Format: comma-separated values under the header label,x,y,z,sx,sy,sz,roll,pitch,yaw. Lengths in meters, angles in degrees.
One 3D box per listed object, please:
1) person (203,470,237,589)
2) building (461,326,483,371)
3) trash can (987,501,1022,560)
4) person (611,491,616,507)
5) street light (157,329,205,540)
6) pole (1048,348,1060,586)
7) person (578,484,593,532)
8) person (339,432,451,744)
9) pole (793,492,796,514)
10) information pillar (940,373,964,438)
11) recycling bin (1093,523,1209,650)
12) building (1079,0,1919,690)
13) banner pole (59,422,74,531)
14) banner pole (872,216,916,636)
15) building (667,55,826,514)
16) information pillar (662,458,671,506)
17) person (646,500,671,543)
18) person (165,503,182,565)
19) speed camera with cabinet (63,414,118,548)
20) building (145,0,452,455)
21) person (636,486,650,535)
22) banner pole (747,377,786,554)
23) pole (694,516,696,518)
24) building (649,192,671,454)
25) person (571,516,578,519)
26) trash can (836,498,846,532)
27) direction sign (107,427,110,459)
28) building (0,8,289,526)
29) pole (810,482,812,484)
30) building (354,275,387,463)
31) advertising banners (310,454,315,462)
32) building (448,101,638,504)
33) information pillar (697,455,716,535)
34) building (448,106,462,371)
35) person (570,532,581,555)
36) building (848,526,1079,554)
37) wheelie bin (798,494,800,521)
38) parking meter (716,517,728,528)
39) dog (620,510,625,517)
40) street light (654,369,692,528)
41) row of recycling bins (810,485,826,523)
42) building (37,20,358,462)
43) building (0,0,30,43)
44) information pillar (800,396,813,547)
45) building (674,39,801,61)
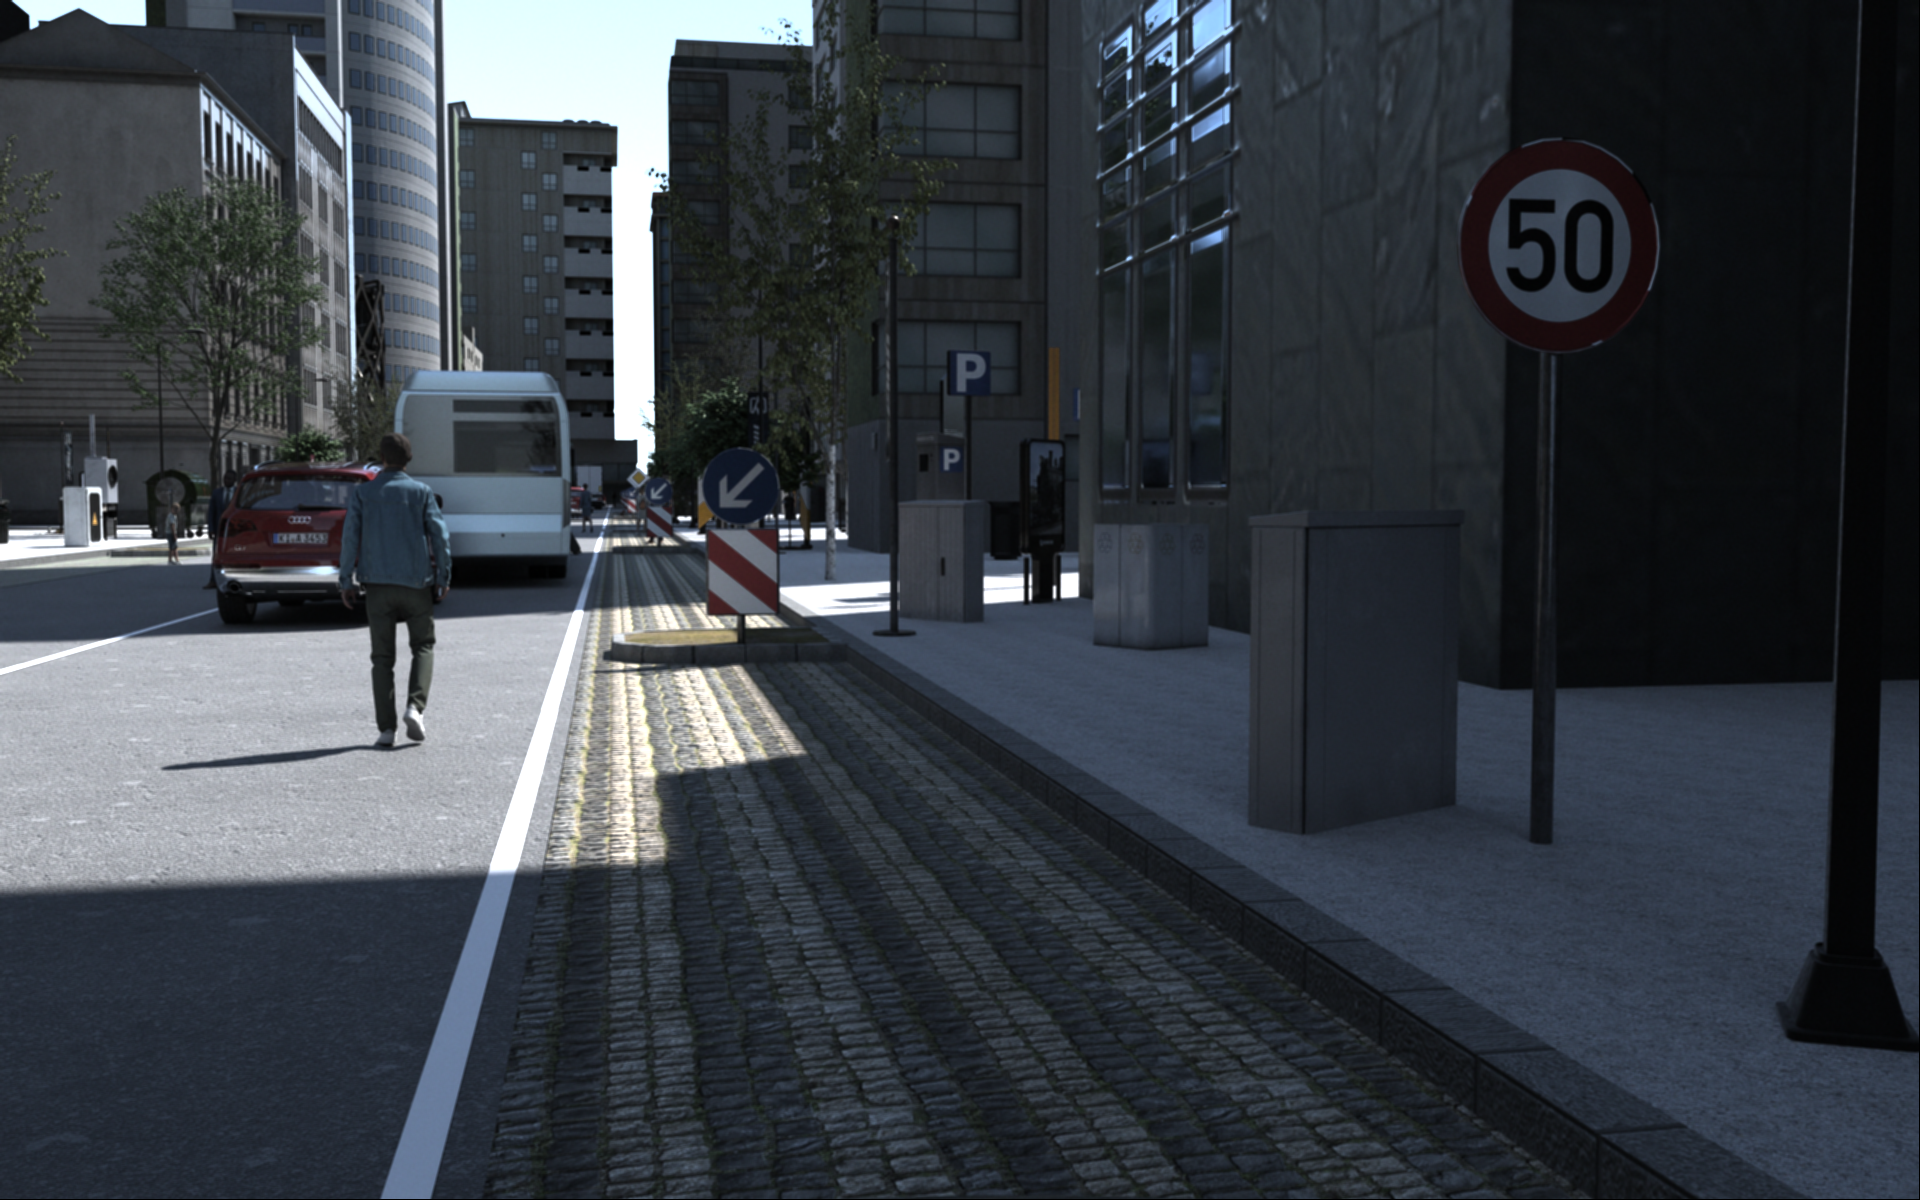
label,x,y,z,sx,sy,sz,roll,pitch,yaw
person,-11.167,-1.082,26.378,0.721,1.800,0.419,-2,4,-23
building,-70.405,-21.583,197.926,28.899,21.520,27.650,-1,4,-11
trash can,0.898,-1.359,33.868,0.748,1.137,0.748,0,3,0
person,-38.418,-11.175,192.029,0.721,1.723,1.217,1,4,12
street light,-21.949,-4.666,48.836,1.470,5.913,1.316,-1,4,-11
pole,1.311,-1.860,24.249,0.158,3.312,0.155,0,3,0
person,-13.963,-3.436,64.695,0.581,1.822,0.654,-2,4,-34
person,-3.217,-0.064,9.888,0.601,1.785,0.444,-1,4,-14
pole,-10.502,-7.088,109.735,0.158,3.312,0.155,0,3,0
information pillar,-0.124,-2.341,29.632,0.504,3.616,0.183,-3,5,-41
recycling bin,1.616,-0.128,14.653,0.722,1.027,0.722,-3,4,-38
building,15.457,-42.405,5.989,22.319,86.520,31.000,-1,4,-11
banner pole,-31.022,-4.289,60.149,0.863,3.779,0.401,2,4,33
banner pole,-0.636,-1.584,15.919,0.401,3.779,0.863,-1,4,-9
building,-12.938,-21.250,119.146,14.160,30.474,14.107,-1,4,-11
information pillar,-16.511,-6.489,97.448,0.504,3.616,0.183,1,4,10
person,-8.718,-2.529,50.039,0.721,1.800,0.419,0,4,6
person,-15.996,-1.348,35.224,0.352,1.250,0.332,1,4,11
speed camera with cabinet,-21.303,-2.943,42.449,0.660,3.252,2.038,0,4,-6
building,-57.425,-37.399,153.468,21.231,58.520,28.212,-1,4,-11
person,-10.935,-3.071,59.716,0.512,1.701,0.522,-1,4,-11
banner pole,-4.175,-2.889,37.257,0.863,3.779,0.401,0,4,8
pole,-13.281,-5.701,87.051,0.158,3.312,0.155,0,3,0
building,-30.511,-36.060,244.209,28.867,44.769,22.147,-1,4,-11
person,-22.168,-5.574,99.842,0.606,1.804,0.583,-3,5,-40
trash can,-3.785,-2.857,58.359,0.748,1.137,0.748,0,3,0
direction sign,-28.886,-4.087,58.818,0.379,3.537,0.876,-2,4,-23
building,-37.435,-14.078,79.327,9.793,20.994,18.267,-1,4,-11
pole,-7.616,-5.789,88.498,0.158,3.312,0.155,0,3,0
building,-47.722,-15.245,116.700,16.820,18.784,16.811,-1,4,-11
advertising banners,-28.303,-4.817,74.944,0.090,3.025,2.074,0,4,2
building,-59.329,-39.923,241.975,27.495,52.752,28.713,-1,4,-11
information pillar,-8.095,-3.889,54.947,0.504,3.616,0.183,-1,4,-18
building,-58.513,-30.116,175.998,14.154,41.232,14.086,-1,4,-11
person,-9.636,-1.946,40.528,1.509,1.804,0.699,-2,4,-23
building,3.815,-22.045,44.029,14.154,41.232,14.086,-1,4,-11
wheelie bin,-7.222,-4.550,82.295,0.693,1.594,0.980,3,5,44
parking meter,-7.769,-2.938,56.446,0.372,1.533,0.369,0,3,0
dog,-19.669,-4.991,100.887,0.540,0.507,0.406,1,4,15
street light,-10.518,-5.623,64.479,1.470,5.913,1.316,-1,4,-11
row of recycling bins,-6.752,-4.404,79.117,1.069,1.692,3.534,0,4,2
building,-41.892,-17.110,97.763,12.078,24.808,19.932,-1,4,-11
building,-49.527,-14.891,73.153,15.834,23.373,12.332,-1,4,-11
information pillar,-3.738,-3.087,41.822,0.183,3.616,0.504,-2,4,-26
building,-19.328,-29.189,160.827,14.154,41.232,14.086,-1,4,-11
